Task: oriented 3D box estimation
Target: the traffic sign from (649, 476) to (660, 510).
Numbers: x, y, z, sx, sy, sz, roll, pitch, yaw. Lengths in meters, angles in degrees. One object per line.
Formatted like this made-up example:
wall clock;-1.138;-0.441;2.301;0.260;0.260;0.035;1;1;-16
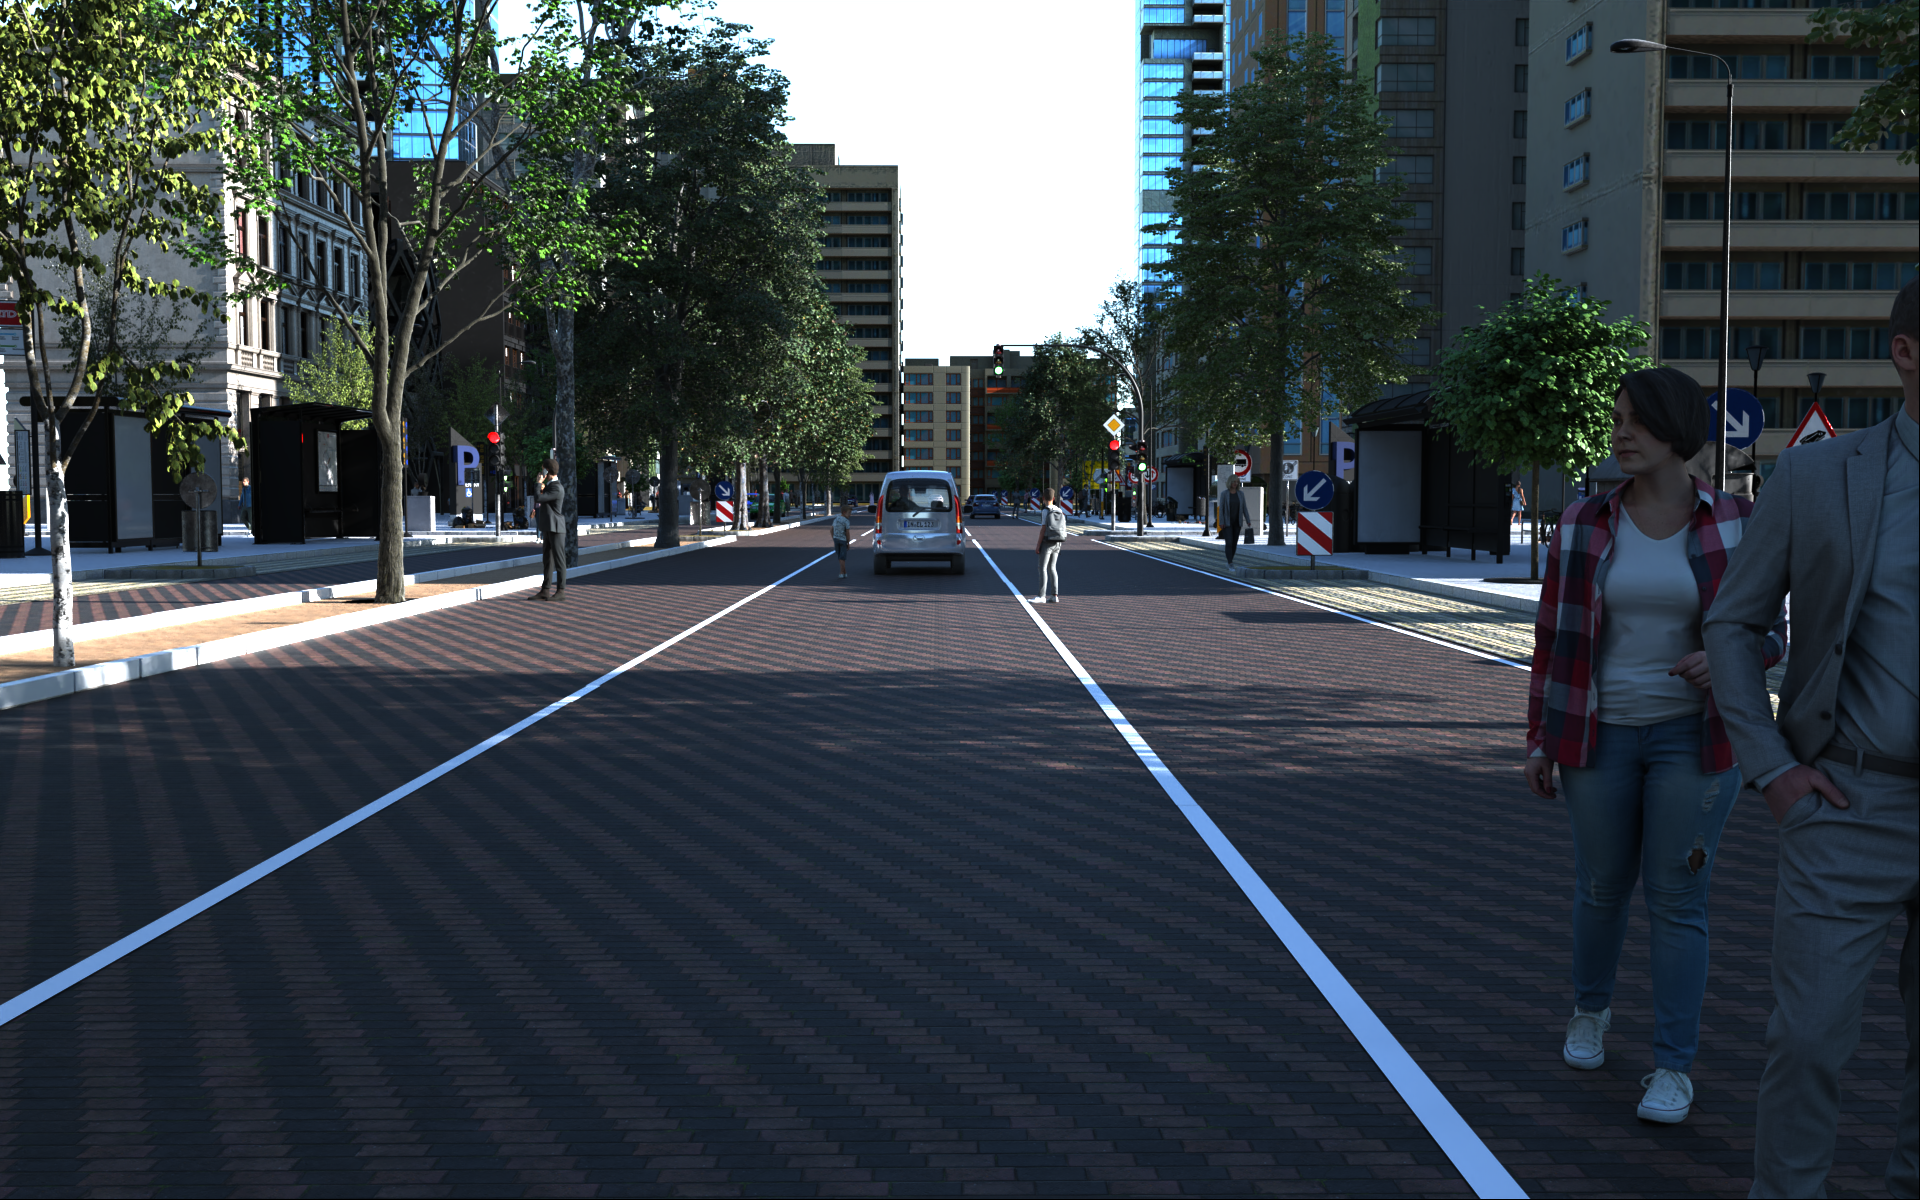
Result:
traffic sign;-21.729;-7.524;123.119;0.768;2.556;0.104;0;4;7

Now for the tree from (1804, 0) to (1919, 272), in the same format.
tree;9.226;-5.604;9.752;7.486;12.596;7.792;0;3;0

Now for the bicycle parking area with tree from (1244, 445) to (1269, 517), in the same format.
bicycle parking area with tree;19.023;-5.882;83.174;9.016;4.147;8.231;3;4;36

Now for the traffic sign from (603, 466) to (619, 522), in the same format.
traffic sign;-16.108;-4.881;79.914;0.768;2.556;0.104;1;4;9

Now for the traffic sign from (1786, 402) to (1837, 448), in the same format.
traffic sign;12.048;-1.498;24.491;0.884;2.594;0.081;0;4;7

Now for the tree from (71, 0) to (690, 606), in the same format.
tree;-7.353;-5.750;22.225;9.928;11.665;9.643;0;3;0

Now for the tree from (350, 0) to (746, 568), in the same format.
tree;-8.859;-10.736;33.880;12.611;20.169;13.585;0;3;0

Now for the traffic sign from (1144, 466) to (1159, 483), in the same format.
traffic sign;8.520;-4.749;77.746;0.768;2.556;0.104;0;4;3

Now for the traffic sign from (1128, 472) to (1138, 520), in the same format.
traffic sign;8.619;-5.181;84.819;0.768;2.556;0.104;0;4;6

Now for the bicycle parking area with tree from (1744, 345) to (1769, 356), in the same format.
bicycle parking area with tree;17.946;-2.839;33.423;8.231;4.147;9.016;1;4;13

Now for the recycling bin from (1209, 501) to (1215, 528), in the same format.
recycling bin;9.912;-3.287;66.290;0.722;1.027;0.722;2;4;29

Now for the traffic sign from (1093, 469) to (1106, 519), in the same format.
traffic sign;7.213;-5.449;89.192;0.768;2.556;0.104;0;4;7

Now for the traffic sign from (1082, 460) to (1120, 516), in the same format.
traffic sign;8.319;-6.631;102.292;2.265;3.308;0.079;0;4;5

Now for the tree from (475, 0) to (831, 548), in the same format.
tree;-7.765;-8.346;45.570;9.857;13.997;8.962;0;3;0

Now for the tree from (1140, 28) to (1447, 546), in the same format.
tree;8.063;-7.607;42.501;7.486;12.596;7.792;0;3;0

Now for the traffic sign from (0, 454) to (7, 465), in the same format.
traffic sign;-17.846;-1.934;31.622;0.884;2.594;0.081;0;4;2

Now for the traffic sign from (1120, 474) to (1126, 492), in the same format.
traffic sign;10.401;-6.874;112.398;0.884;2.594;0.081;0;4;2

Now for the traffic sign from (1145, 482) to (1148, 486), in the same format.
traffic sign;11.511;-6.626;108.341;0.884;2.594;0.081;0;4;3

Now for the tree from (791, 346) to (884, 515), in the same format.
tree;-9.003;-11.997;116.740;7.486;12.596;7.792;0;3;0

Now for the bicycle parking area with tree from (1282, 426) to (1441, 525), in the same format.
bicycle parking area with tree;17.473;-5.257;72.958;8.231;4.147;9.016;1;4;11

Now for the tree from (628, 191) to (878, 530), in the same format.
tree;-8.094;-8.824;63.737;9.611;12.733;9.660;0;3;0

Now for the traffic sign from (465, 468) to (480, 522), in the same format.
traffic sign;-19.005;-3.999;67.505;0.606;2.300;0.079;0;4;6

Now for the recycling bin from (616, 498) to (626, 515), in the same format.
recycling bin;-20.721;-5.671;105.268;0.722;1.027;0.722;-1;4;-15

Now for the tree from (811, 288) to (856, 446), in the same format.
tree;-8.782;-9.503;83.582;9.928;11.665;9.643;0;3;0

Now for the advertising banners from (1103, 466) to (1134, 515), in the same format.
advertising banners;9.925;-6.858;108.321;2.074;3.025;0.090;2;4;30

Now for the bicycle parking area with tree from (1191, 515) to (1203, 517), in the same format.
bicycle parking area with tree;17.205;-6.757;97.473;9.016;4.147;8.231;0;4;3

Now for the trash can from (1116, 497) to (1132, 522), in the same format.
trash can;7.513;-4.128;79.143;0.748;1.137;0.748;0;3;0

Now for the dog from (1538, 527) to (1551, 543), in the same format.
dog;15.606;-1.724;45.916;0.748;0.427;0.550;1;4;15

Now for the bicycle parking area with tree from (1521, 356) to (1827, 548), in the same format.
bicycle parking area with tree;17.737;-3.335;41.526;8.231;4.147;9.016;1;4;20

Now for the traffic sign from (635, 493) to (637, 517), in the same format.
traffic sign;-18.288;-5.967;97.659;0.768;2.556;0.104;0;4;0

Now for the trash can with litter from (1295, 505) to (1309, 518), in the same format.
trash can with litter;9.791;-2.229;47.827;1.055;1.170;0.624;2;4;26

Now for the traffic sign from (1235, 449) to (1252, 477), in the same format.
traffic sign;7.924;-3.014;49.378;0.768;2.556;0.104;0;4;1

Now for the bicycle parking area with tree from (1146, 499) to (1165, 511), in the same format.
bicycle parking area with tree;16.011;-8.497;125.935;9.016;4.147;8.231;1;4;14

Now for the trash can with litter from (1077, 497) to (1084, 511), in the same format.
trash can with litter;9.506;-7.430;132.870;1.055;1.170;0.624;-3;5;-40

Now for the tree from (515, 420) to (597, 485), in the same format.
tree;-17.086;-5.478;73.278;4.285;4.588;4.351;0;3;0

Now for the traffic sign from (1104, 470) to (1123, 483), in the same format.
traffic sign;7.182;-4.957;81.051;0.884;2.594;0.081;0;4;8

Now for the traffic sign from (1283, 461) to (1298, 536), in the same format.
traffic sign;9.883;-3.068;52.284;0.606;2.300;0.079;0;4;4

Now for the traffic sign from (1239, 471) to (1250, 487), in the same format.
traffic sign;9.860;-3.576;60.597;0.606;2.300;0.079;0;4;8

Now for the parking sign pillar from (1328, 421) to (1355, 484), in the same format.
parking sign pillar;14.377;-4.646;64.432;1.447;3.967;1.447;-1;4;-18

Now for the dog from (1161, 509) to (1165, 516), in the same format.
dog;12.091;-5.265;102.915;0.406;0.507;0.540;-3;5;-44

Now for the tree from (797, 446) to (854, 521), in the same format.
tree;-8.915;-9.331;105.387;4.737;8.622;4.395;0;3;0

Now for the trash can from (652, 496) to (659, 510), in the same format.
trash can;-21.741;-6.876;124.070;0.748;1.137;0.748;0;3;0

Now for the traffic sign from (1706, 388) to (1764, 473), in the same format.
traffic sign;9.244;-1.269;20.854;0.768;2.556;0.104;0;4;6

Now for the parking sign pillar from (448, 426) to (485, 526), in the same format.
parking sign pillar;-19.848;-4.958;69.542;1.447;3.967;1.447;3;4;35

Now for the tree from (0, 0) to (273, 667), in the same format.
tree;-7.374;-3.732;13.844;4.737;8.622;4.395;0;3;0

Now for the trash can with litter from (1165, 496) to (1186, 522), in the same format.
trash can with litter;10.147;-4.273;81.248;1.055;1.170;0.624;3;4;39

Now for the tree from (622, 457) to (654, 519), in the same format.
tree;-16.937;-5.835;89.995;1.663;3.219;1.824;0;3;0

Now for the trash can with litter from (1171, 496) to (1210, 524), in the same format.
trash can with litter;10.145;-3.938;75.442;2.233;1.210;1.678;-1;4;-17

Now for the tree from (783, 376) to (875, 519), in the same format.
tree;-8.880;-9.899;98.713;8.767;10.594;7.601;0;4;-1

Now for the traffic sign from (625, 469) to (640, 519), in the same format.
traffic sign;-16.758;-5.418;88.685;0.768;2.556;0.104;0;4;0
